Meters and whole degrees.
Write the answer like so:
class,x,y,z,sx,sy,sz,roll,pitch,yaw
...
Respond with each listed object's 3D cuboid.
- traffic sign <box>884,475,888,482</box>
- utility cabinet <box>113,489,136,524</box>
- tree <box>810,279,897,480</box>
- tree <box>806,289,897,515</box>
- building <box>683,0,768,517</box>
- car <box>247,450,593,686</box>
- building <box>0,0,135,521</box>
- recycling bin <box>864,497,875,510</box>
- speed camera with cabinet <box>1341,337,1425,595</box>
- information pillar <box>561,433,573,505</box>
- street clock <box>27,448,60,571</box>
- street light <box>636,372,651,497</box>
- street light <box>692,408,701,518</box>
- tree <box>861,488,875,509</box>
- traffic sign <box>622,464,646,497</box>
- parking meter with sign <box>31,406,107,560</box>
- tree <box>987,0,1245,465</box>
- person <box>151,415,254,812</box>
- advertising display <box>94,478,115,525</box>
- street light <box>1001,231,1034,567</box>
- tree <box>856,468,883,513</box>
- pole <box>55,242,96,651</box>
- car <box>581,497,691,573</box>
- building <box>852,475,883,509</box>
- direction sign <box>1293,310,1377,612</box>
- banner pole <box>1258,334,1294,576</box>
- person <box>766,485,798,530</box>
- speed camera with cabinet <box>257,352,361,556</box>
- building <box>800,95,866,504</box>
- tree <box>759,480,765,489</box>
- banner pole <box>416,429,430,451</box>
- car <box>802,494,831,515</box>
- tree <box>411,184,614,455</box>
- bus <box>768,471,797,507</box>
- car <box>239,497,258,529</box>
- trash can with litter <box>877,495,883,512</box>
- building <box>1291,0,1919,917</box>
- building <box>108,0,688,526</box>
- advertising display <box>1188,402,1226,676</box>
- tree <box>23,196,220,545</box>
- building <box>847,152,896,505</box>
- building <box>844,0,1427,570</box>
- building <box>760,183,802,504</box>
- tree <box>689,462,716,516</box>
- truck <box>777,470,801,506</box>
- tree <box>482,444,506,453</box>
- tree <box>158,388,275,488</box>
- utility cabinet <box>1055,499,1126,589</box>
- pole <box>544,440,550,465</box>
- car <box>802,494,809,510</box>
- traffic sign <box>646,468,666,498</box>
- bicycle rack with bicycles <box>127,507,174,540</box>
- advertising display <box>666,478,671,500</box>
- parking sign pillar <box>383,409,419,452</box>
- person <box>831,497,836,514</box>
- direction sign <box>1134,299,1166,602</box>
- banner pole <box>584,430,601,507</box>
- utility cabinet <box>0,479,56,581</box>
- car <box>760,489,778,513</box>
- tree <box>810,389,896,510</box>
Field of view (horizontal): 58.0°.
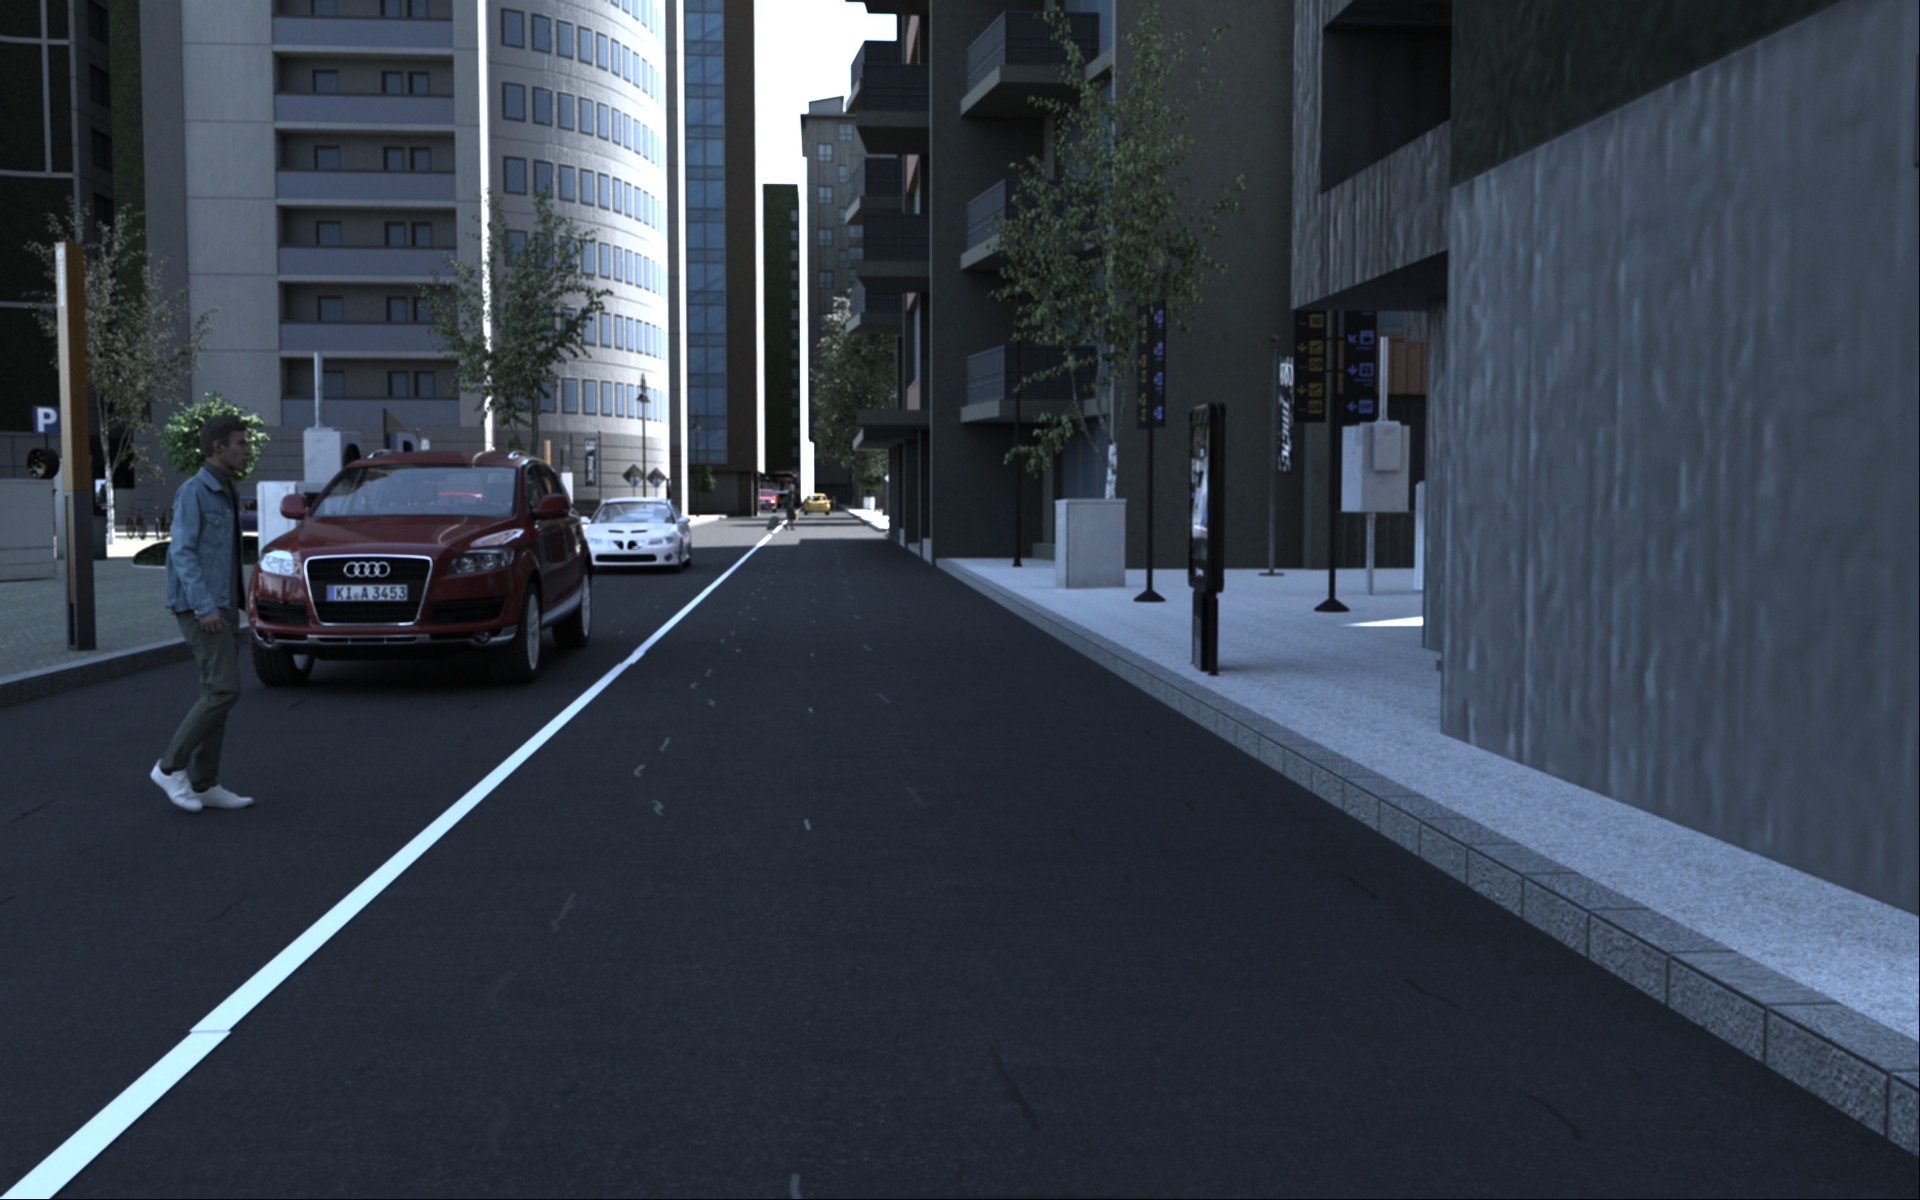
class,x,y,z,sx,sy,sz,roll,pitch,yaw
traffic sign,-2.517,-3.844,66.494,0.795,2.450,0.064,0,4,-5
utility cabinet,-35.580,-3.976,73.689,0.318,1.500,1.173,2,4,31
tree,-2.864,-10.246,84.527,9.611,12.733,9.660,0,3,0
tree,-4.299,-12.061,103.858,9.857,13.997,8.962,0,3,0
building,-19.928,-28.252,112.030,14.600,45.320,14.200,0,4,-5
car,-4.381,-0.369,14.714,2.281,1.827,5.304,0,4,-5
building,-47.032,-38.746,71.756,20.611,71.187,20.563,0,4,-5
recycling bin,-7.264,-7.730,138.932,0.722,1.027,0.722,2,4,24
speed camera with cabinet,5.953,-1.708,22.258,2.038,3.252,0.660,-1,4,-15
information pillar,-15.148,-4.612,66.765,0.504,3.616,0.183,2,4,27
street clock,-14.514,-1.401,27.472,0.471,2.002,0.358,2,4,25
street light,-12.024,-5.696,65.923,0.468,5.910,1.993,0,4,-5
street light,-14.181,-7.380,93.458,0.468,5.910,1.993,0,4,-5
tree,-7.914,-9.414,148.512,1.663,3.219,1.824,0,3,0
traffic sign,-10.876,-3.313,57.815,0.795,2.450,0.064,0,4,-5
parking meter with sign,-17.452,-2.310,34.037,1.738,3.016,0.543,2,4,31
tree,2.240,-4.612,25.772,4.737,8.622,4.395,0,3,0
person,-3.414,0.063,7.817,0.444,1.785,0.601,0,4,0
advertising display,-35.119,-4.032,71.135,0.974,1.923,0.123,1,4,22
street light,1.012,-3.525,30.428,0.468,5.910,1.993,0,4,-5
tree,-6.406,-9.214,134.363,4.285,4.588,4.351,0,3,0
pole,-7.233,-1.243,14.163,0.158,3.312,0.155,0,3,0
car,-6.134,-1.259,32.946,2.083,1.381,4.827,0,4,-5
building,3.799,-19.613,165.709,27.650,21.520,28.899,0,4,-5
direction sign,4.079,-1.645,18.896,0.876,3.537,0.379,1,4,8
banner pole,5.065,-2.285,27.382,0.401,3.779,0.863,3,5,41
person,-7.017,-3.667,68.667,1.509,1.804,0.699,-3,5,-40
speed camera with cabinet,-8.828,-1.789,23.579,0.660,3.252,2.038,0,4,5
building,-7.965,-39.676,237.934,27.495,52.752,28.713,0,4,-5
tree,-23.541,-12.575,200.196,1.663,3.219,1.824,0,3,0
banner pole,-20.670,-4.685,66.623,0.863,3.779,0.401,2,4,27
car,-9.876,-6.666,119.207,2.015,1.641,3.980,0,4,-6
tree,-10.301,-5.510,40.455,4.737,8.622,4.395,0,3,0
bus,-19.334,-12.119,189.699,2.896,3.916,12.252,0,4,-4
car,-24.886,-2.996,61.569,3.894,1.354,1.945,0,4,-3
trash can with litter,-5.009,-6.862,123.248,2.233,1.210,1.678,0,4,5
building,9.400,-14.638,11.033,14.160,30.474,14.107,0,4,-5
building,-24.800,-33.026,81.976,21.231,58.520,28.212,0,4,-5
advertising display,1.790,-0.453,12.620,0.123,1.923,0.974,0,4,0
tree,-21.295,-5.706,43.657,4.360,8.622,3.978,0,3,0
building,-6.650,-32.214,210.292,14.154,41.232,14.086,0,4,-5
building,8.335,-23.708,42.245,22.147,44.769,28.867,0,4,-5
building,-28.110,-33.396,229.611,14.086,41.232,14.154,0,4,-5
tree,-15.263,-6.703,104.192,1.663,3.219,1.824,0,3,0
truck,-20.207,-13.154,203.986,2.839,4.237,11.283,0,4,-3
tree,-17.936,-4.398,66.507,1.663,3.219,1.824,0,3,0
tree,-23.122,-4.291,53.869,4.285,4.588,4.351,0,3,0
utility cabinet,1.785,-0.769,23.731,1.020,1.237,0.306,-2,4,-34
pole,-15.603,-4.387,65.571,0.158,3.312,0.155,0,3,0
car,-13.690,-9.237,160.810,2.009,1.686,4.222,0,4,-4
traffic sign,-11.533,-3.800,65.773,0.795,2.450,0.064,0,4,-5
bicycle rack with bicycles,-22.094,-2.181,49.037,2.852,0.926,2.925,-3,4,-36
advertising display,-11.918,-4.013,70.825,0.123,1.923,0.974,0,4,-6
parking sign pillar,-17.742,-4.081,55.188,1.447,3.967,1.447,1,4,23
person,-9.167,-6.845,125.084,0.362,1.253,0.373,0,4,-4
direction sign,2.270,-1.751,20.633,0.379,3.537,0.876,-1,4,-14
banner pole,-14.405,-4.786,68.275,0.863,3.779,0.401,1,4,13
utility cabinet,-13.994,-1.039,25.665,0.318,1.500,1.173,1,4,14
car,-15.087,-7.598,132.902,2.281,1.827,5.304,0,4,-6
tree,-8.408,-13.217,141.847,9.928,11.665,9.643,0,3,0
